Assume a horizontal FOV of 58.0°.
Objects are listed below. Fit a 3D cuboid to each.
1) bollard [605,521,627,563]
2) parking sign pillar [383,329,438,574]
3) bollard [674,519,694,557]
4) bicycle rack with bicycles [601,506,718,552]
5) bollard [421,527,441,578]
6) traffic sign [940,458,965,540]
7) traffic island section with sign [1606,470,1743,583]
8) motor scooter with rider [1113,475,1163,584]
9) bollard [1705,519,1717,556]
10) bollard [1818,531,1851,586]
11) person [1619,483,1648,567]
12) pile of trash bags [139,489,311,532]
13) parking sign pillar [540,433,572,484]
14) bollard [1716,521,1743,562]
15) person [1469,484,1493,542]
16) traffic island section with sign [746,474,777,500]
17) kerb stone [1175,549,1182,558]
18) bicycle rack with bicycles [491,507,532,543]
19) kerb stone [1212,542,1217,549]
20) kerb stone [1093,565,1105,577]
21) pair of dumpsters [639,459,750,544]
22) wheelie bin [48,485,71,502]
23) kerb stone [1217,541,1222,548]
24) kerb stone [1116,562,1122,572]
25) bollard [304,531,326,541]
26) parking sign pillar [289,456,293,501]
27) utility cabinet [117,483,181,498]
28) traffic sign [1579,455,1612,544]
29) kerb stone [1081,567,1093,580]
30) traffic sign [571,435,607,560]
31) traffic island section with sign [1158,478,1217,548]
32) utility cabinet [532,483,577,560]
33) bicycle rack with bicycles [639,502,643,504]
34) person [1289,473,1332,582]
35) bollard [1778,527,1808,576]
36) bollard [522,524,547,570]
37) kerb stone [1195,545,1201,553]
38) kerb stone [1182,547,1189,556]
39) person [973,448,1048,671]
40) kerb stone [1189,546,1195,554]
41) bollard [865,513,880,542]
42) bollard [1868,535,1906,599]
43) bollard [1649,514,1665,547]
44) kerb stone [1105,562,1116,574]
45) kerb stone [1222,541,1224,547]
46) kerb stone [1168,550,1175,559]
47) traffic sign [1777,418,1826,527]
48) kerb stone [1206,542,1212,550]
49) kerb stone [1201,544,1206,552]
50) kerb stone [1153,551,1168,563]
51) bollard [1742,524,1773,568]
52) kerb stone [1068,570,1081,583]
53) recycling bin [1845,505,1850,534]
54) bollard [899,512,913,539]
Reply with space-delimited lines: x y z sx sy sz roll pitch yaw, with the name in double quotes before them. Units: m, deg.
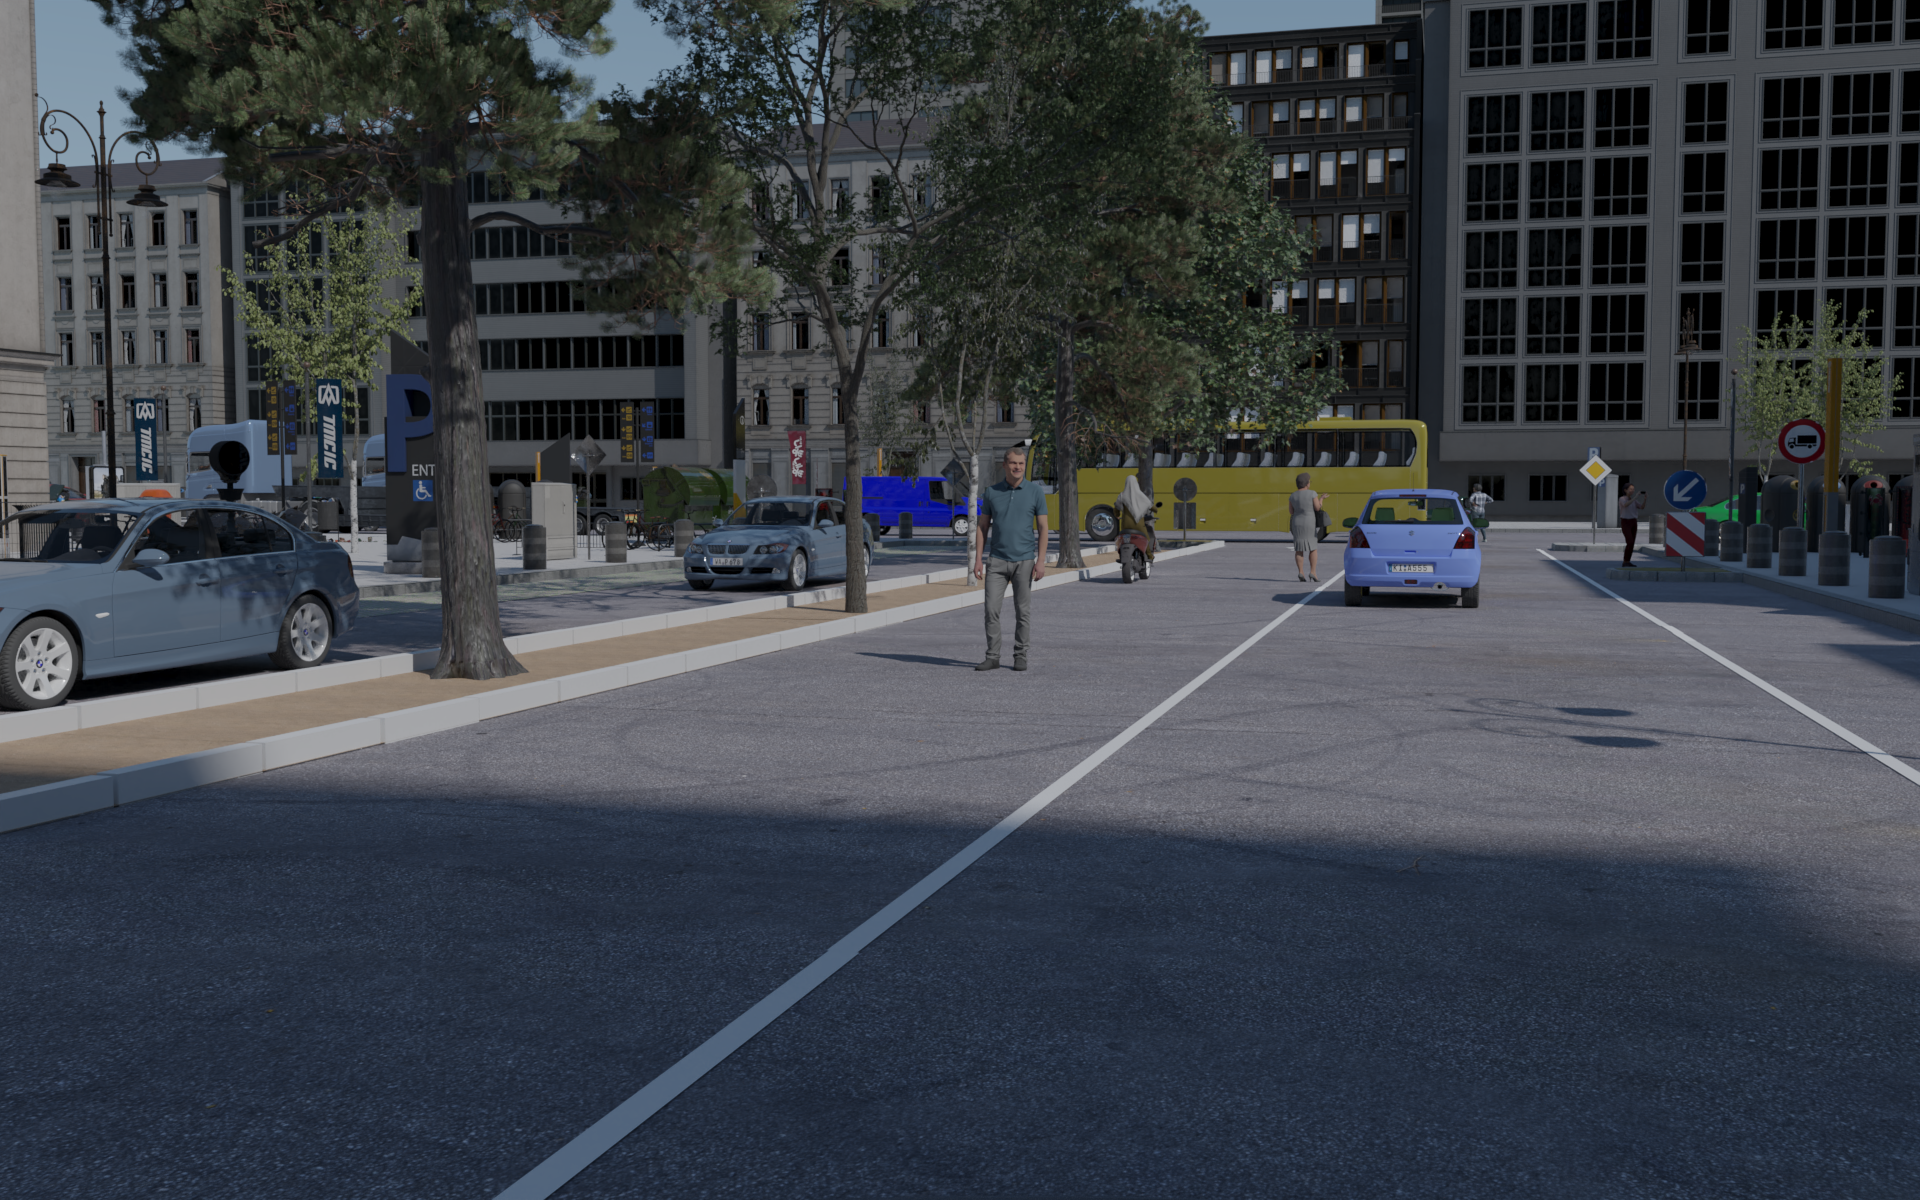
"bollard" -6.435 -1.082 32.404 0.404 0.777 0.398 0 3 0
"parking sign pillar" -8.681 -2.432 28.241 1.447 3.967 1.447 1 4 9
"bollard" -5.626 -1.259 35.299 0.404 0.777 0.398 0 3 0
"bicycle rack with bicycles" -7.009 -1.616 39.798 2.852 0.926 2.925 3 5 42
"bollard" -8.063 -0.727 26.604 0.404 0.777 0.398 0 3 0
"traffic sign" -0.184 -2.757 48.721 0.795 2.450 0.064 1 4 16
"traffic island section with sign" 12.011 -1.259 29.216 1.989 1.847 2.006 1 4 16
"motor scooter with rider" 2.910 -1.182 28.295 0.876 1.779 1.986 1 4 16
"bollard" 15.521 -1.296 35.901 0.404 0.777 0.398 0 3 0
"bollard" 12.260 -0.585 24.282 0.404 0.777 0.398 0 3 0
"person" 13.172 -1.465 33.908 0.517 1.644 0.566 1 4 17
"pile of trash bags" -13.214 -1.300 31.000 3.447 1.369 1.912 1 4 15
"parking sign pillar" -17.833 -5.386 76.530 1.447 3.967 1.447 0 4 2
"bollard" 14.699 -1.117 32.985 0.404 0.777 0.398 0 3 0
"person" 15.458 -2.593 51.619 0.841 1.734 0.376 -1 4 -18
"traffic island section with sign" -4.055 -1.541 33.824 1.989 1.847 2.006 1 4 16
"kerb stone" 4.818 -1.036 39.131 0.120 0.150 1.000 1 4 16
"bicycle rack with bicycles" -12.402 -2.013 46.301 2.925 0.926 2.852 -3 4 -38
"kerb stone" 6.495 -1.396 45.072 0.120 0.150 1.000 1 4 16
"kerb stone" 2.329 -0.490 30.219 0.120 0.150 1.000 1 4 16
"pair of dumpsters" -7.055 -2.693 46.520 1.574 2.255 4.437 1 4 16
"wheelie bin" -30.150 -3.056 57.871 0.980 1.594 0.693 2 4 24
"kerb stone" 6.773 -1.460 46.062 0.120 0.150 1.000 1 4 16
"kerb stone" 2.882 -0.611 32.191 0.120 0.150 1.000 1 4 16
"bollard" -8.880 -0.550 23.708 0.404 0.777 0.398 0 3 0
"parking sign pillar" -32.699 -5.783 83.028 1.447 3.967 1.447 1 4 12
"utility cabinet" -16.520 -1.626 35.257 1.173 1.500 0.318 0 4 -8
"traffic sign" 16.175 -2.476 44.127 0.795 2.450 0.064 1 4 16
"kerb stone" 2.053 -0.430 29.232 0.120 0.150 1.000 1 4 16
"traffic sign" -7.234 -1.991 33.732 0.795 2.450 0.064 1 4 20
"traffic island section with sign" 6.046 -2.394 47.285 2.006 1.907 1.989 1 4 16
"utility cabinet" -7.893 -1.535 33.780 0.318 1.500 1.173 1 4 18
"bicycle rack with bicycles" -13.065 -3.916 77.415 2.852 0.926 2.925 -1 4 -12
"person" 5.736 -1.185 28.237 0.716 1.782 0.532 2 4 34
"bollard" 13.074 -0.762 27.181 0.404 0.777 0.398 0 3 0
"bollard" -7.249 -0.904 29.498 0.404 0.777 0.398 0 3 0
"kerb stone" 5.665 -1.217 42.098 0.120 0.150 1.000 1 4 16
"kerb stone" 5.106 -1.095 40.115 0.120 0.150 1.000 1 4 16
"person" 0.400 -0.334 14.094 0.598 1.807 0.434 1 4 22
"kerb stone" 5.388 -1.155 41.100 0.120 0.150 1.000 1 4 16
"bollard" -2.369 -1.968 46.900 0.404 0.777 0.398 0 3 0
"bollard" 11.449 -0.408 21.387 0.404 0.777 0.398 0 3 0
"bollard" 17.962 -1.828 44.609 0.404 0.777 0.398 0 3 0
"kerb stone" 2.607 -0.551 31.204 0.120 0.150 1.000 1 4 16
"kerb stone" 7.058 -1.517 47.065 0.120 0.150 1.000 1 4 16
"kerb stone" 4.551 -0.975 38.133 0.120 0.150 1.000 1 4 16
"traffic sign" 14.217 -1.785 29.295 0.768 2.556 0.104 1 4 18
"kerb stone" 6.214 -1.338 44.072 0.120 0.150 1.000 1 4 16
"kerb stone" 5.941 -1.265 43.085 0.120 0.150 1.000 1 4 16
"kerb stone" 4.270 -0.910 37.146 0.120 0.150 1.000 1 4 16
"bollard" 13.889 -0.940 30.080 0.404 0.777 0.398 0 3 0
"kerb stone" 1.776 -0.370 28.242 0.120 0.150 1.000 1 4 16
"recycling bin" 21.378 -1.746 41.100 0.722 1.027 0.722 0 4 -1
"bollard" -1.561 -2.146 49.796 0.404 0.777 0.398 0 3 0
